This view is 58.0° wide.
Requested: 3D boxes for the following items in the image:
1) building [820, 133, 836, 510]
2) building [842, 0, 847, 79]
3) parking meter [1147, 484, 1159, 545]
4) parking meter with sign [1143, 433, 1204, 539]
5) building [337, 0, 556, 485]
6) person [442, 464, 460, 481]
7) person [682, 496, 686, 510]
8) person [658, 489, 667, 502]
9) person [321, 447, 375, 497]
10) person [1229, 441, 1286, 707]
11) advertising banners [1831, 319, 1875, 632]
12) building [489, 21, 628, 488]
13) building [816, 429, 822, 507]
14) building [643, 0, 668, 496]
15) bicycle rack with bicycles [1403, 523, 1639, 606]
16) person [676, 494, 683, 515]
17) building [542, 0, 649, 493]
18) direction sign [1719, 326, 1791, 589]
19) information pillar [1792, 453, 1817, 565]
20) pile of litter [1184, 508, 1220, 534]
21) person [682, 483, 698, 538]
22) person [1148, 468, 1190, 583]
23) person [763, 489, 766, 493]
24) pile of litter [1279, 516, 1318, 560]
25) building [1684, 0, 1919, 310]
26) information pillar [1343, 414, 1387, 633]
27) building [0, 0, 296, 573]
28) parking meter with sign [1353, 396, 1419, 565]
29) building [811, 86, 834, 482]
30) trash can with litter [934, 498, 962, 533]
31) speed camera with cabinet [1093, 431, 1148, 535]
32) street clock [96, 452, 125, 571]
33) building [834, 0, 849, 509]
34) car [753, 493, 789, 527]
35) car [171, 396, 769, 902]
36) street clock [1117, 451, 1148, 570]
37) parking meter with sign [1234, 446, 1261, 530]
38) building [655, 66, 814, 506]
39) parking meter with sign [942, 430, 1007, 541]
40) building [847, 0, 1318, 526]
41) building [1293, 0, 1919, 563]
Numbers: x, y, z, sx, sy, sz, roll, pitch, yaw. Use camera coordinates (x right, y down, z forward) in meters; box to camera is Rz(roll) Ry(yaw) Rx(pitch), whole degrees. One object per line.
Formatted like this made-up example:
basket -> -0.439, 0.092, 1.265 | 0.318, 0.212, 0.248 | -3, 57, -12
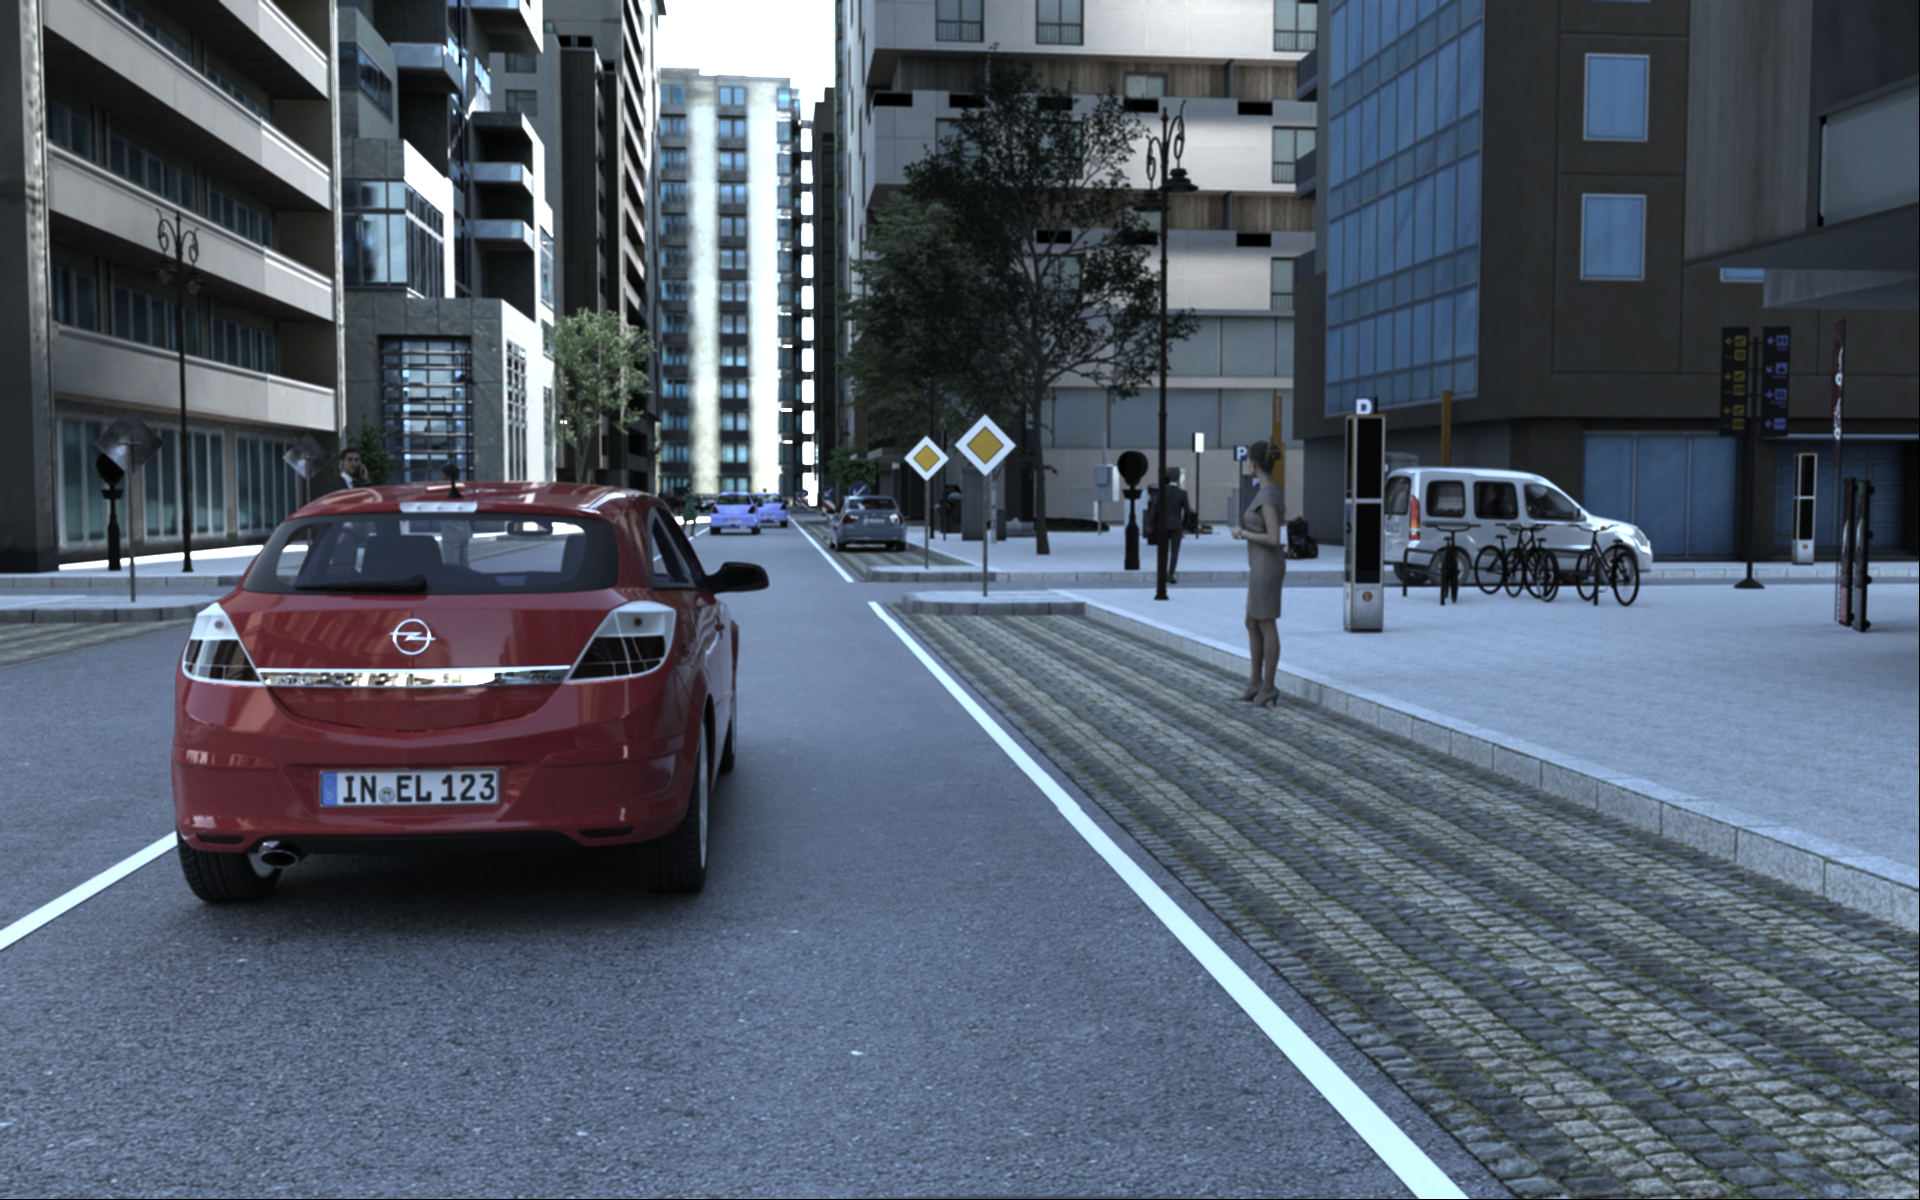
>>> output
building -> -4.461, -22.667, 142.305 | 14.160, 30.474, 14.107 | 0, 4, -6
building -> -0.400, -28.298, 112.786 | 14.600, 45.320, 14.200 | 0, 4, -6
parking meter -> 4.919, -2.158, 43.697 | 0.372, 1.533, 0.369 | 0, 3, 0
parking meter with sign -> 6.113, -3.289, 50.031 | 1.738, 3.016, 0.543 | 2, 4, 33
building -> -27.885, -46.256, 68.954 | 22.319, 86.520, 31.000 | 0, 4, -6
person -> -6.346, -0.789, 21.574 | 0.466, 1.800, 0.511 | 0, 4, 6
person -> -19.044, -6.608, 119.725 | 0.799, 1.438, 0.628 | 3, 5, 42
person -> -21.419, -7.093, 124.913 | 0.683, 1.767, 0.568 | -3, 4, -36
person -> -6.117, -0.584, 17.411 | 0.474, 1.900, 0.648 | 1, 4, 9
person -> 1.990, -0.168, 11.590 | 0.374, 1.781, 0.599 | 1, 4, 11
advertising banners -> 8.666, -1.264, 16.862 | 0.090, 3.025, 2.074 | 1, 4, 18
building -> -28.846, -20.658, 109.468 | 14.160, 30.474, 14.107 | 0, 4, -6
building -> -2.215, -52.081, 164.197 | 22.319, 86.520, 31.000 | 0, 4, -6
building -> -41.741, -34.997, 161.438 | 27.495, 52.752, 28.713 | 0, 4, -6
bicycle rack with bicycles -> 6.592, -0.465, 20.987 | 2.852, 0.926, 2.925 | 0, 4, 2
person -> -19.061, -6.484, 117.752 | 0.421, 1.427, 0.697 | -2, 4, -31
building -> -34.526, -30.758, 126.593 | 21.300, 48.544, 21.600 | 0, 4, -6
direction sign -> 10.763, -1.928, 23.515 | 0.876, 3.537, 0.379 | 0, 4, 7
information pillar -> 15.250, -1.639, 31.284 | 0.304, 2.012, 0.304 | 1, 4, 12
pile of litter -> 7.601, -2.546, 55.587 | 1.719, 0.858, 1.176 | -1, 4, -16
person -> -8.836, -2.920, 56.489 | 0.529, 1.795, 0.600 | 1, 4, 9
person -> 3.395, -1.204, 27.958 | 0.659, 1.850, 0.755 | 1, 4, 13
person -> -13.723, -6.918, 121.629 | 0.705, 1.821, 1.348 | -1, 4, -23
pile of litter -> 6.456, -1.249, 34.380 | 1.719, 0.858, 1.176 | -3, 4, -38
building -> 11.798, -19.808, 7.458 | 14.154, 41.232, 14.086 | 0, 4, -6
information pillar -> 3.759, -0.710, 16.099 | 0.304, 2.012, 0.304 | 0, 4, -1
building -> -26.674, -25.205, 35.801 | 21.300, 48.544, 21.600 | 0, 4, -6
parking meter with sign -> 7.982, -2.158, 31.547 | 1.738, 3.016, 0.543 | -2, 4, -30
building -> -9.293, -33.290, 194.394 | 14.200, 45.320, 14.600 | 0, 4, -6
trash can with litter -> -0.280, -2.761, 56.536 | 1.055, 1.170, 0.624 | -3, 5, -41
speed camera with cabinet -> 5.202, -3.653, 54.067 | 2.038, 3.252, 0.660 | 2, 4, 28
street clock -> -14.188, -1.495, 29.009 | 0.471, 2.002, 0.358 | -2, 4, -25
building -> -2.282, -27.171, 127.841 | 14.154, 41.232, 14.086 | 0, 4, -6
car -> -8.414, -4.034, 75.552 | 1.945, 1.707, 3.694 | 0, 4, -8
car -> -1.933, 0.087, 7.625 | 2.155, 1.783, 4.494 | 0, 4, -5
street clock -> 2.908, -1.507, 29.214 | 0.471, 2.002, 0.358 | 2, 4, 35
parking meter with sign -> 10.375, -4.004, 61.730 | 0.543, 3.016, 1.738 | -1, 4, -16
building -> -32.162, -35.313, 196.975 | 30.456, 49.044, 23.786 | 0, 4, -6
parking meter with sign -> 0.399, -3.148, 47.725 | 1.738, 3.016, 0.543 | 0, 4, -3
building -> 8.677, -30.118, 81.668 | 28.713, 52.752, 27.495 | 0, 4, -6
building -> 16.473, -23.722, 37.962 | 14.200, 45.320, 14.600 | 0, 4, -6
